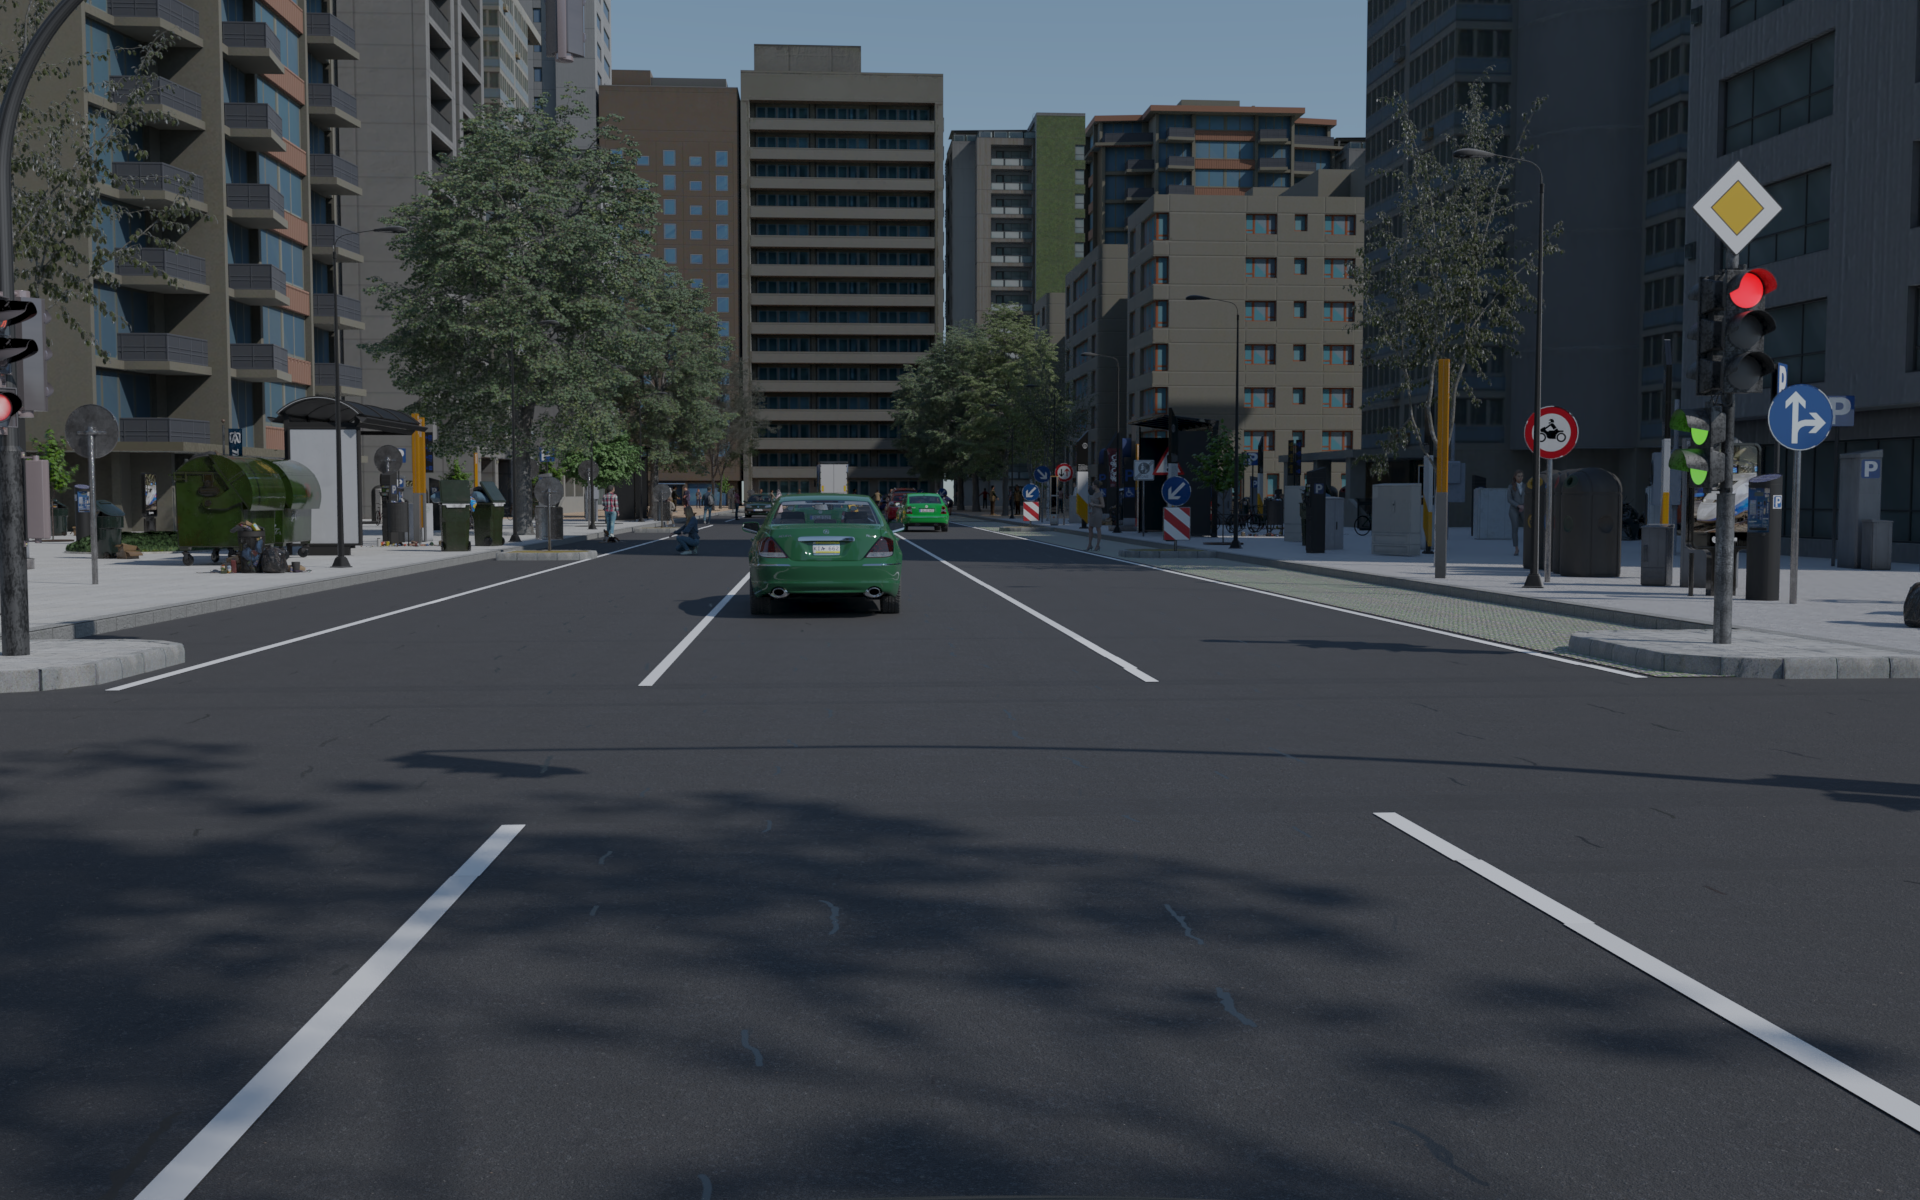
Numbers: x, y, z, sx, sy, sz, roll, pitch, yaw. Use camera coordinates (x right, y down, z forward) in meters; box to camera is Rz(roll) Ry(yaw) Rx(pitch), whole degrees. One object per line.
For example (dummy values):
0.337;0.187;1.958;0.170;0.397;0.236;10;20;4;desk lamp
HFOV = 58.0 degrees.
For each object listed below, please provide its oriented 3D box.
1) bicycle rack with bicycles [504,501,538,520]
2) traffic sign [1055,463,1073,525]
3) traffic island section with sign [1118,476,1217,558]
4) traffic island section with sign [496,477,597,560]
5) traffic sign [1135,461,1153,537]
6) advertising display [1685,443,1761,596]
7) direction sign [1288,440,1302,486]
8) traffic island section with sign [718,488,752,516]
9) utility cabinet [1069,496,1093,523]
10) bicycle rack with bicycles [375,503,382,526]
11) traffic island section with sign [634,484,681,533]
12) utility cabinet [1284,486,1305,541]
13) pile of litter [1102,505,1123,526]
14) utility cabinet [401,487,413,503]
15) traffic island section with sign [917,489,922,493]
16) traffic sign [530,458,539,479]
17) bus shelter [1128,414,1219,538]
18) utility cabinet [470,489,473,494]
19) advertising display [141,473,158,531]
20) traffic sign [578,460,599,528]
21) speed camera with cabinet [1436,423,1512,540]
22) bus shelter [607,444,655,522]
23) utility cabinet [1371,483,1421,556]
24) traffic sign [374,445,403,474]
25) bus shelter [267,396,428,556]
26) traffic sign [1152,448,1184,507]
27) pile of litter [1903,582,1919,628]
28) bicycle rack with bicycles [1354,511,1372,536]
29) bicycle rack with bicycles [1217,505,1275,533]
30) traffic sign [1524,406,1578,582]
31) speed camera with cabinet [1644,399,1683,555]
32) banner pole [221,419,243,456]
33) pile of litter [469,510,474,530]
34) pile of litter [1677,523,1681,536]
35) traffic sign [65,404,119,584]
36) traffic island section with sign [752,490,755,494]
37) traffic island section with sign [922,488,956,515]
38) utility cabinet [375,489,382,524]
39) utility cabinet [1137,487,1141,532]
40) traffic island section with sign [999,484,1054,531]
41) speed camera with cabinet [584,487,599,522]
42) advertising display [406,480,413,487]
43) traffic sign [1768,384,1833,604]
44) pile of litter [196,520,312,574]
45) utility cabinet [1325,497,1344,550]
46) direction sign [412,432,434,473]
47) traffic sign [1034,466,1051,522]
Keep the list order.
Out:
-20.979;-4.346;84.441;2.852;0.926;2.925;1;4;12;bicycle rack with bicycles
4.316;-4.384;71.791;0.768;2.556;0.104;0;4;5;traffic sign
4.663;-1.882;39.399;1.989;1.847;2.006;0;4;-4;traffic island section with sign
-9.122;-1.822;38.417;1.989;1.847;2.006;0;4;-4;traffic island section with sign
5.538;-3.065;52.235;0.606;2.300;0.079;0;4;-3;traffic sign
9.592;-1.013;21.782;0.974;1.923;0.123;-1;4;-13;advertising display
13.957;-4.910;72.274;0.379;3.537;0.876;-2;4;-26;direction sign
-15.115;-6.551;115.741;1.989;1.847;2.006;0;4;-4;traffic island section with sign
5.317;-3.971;76.090;1.020;1.237;0.306;1;4;23;utility cabinet
-22.034;-3.430;69.459;2.852;0.926;2.925;-2;4;-29;bicycle rack with bicycles
-11.205;-3.466;65.292;1.989;1.847;2.006;0;4;-4;traffic island section with sign
9.218;-2.300;46.278;0.318;1.500;1.173;-3;4;-38;utility cabinet
6.098;-3.491;71.043;1.176;0.858;1.719;0;4;3;pile of litter
-17.044;-2.761;53.827;0.318;1.500;1.173;-3;5;-42;utility cabinet
-3.401;-8.252;143.544;1.989;1.847;2.006;0;4;-4;traffic island section with sign
-15.236;-3.734;61.160;0.768;2.556;0.104;0;4;5;traffic sign
6.621;-3.845;54.141;1.731;3.624;6.357;0;4;-4;bus shelter
-20.991;-4.095;75.634;0.318;1.500;1.173;-3;5;-39;utility cabinet
-24.547;-2.889;52.452;0.123;1.923;0.974;0;4;-6;advertising display
-13.794;-3.930;64.359;0.768;2.556;0.104;0;4;-2;traffic sign
14.502;-3.328;48.755;2.038;3.252;0.660;0;4;0;speed camera with cabinet
-15.854;-5.645;83.584;1.731;3.624;6.357;0;4;-5;bus shelter
9.060;-1.672;36.019;0.318;1.500;1.173;-2;4;-27;utility cabinet
-14.787;-2.734;44.802;0.768;2.556;0.104;0;4;4;traffic sign
-13.450;-2.725;38.485;2.014;3.302;5.546;0;4;-5;bus shelter
5.753;-2.928;47.883;0.884;2.594;0.081;0;4;3;traffic sign
9.784;-0.169;16.720;1.719;0.858;1.176;-2;4;-32;pile of litter
13.529;-2.423;53.002;2.925;0.926;2.852;0;3;0;bicycle rack with bicycles
9.395;-2.739;58.165;2.925;0.926;2.852;-2;4;-29;bicycle rack with bicycles
8.547;-1.530;25.125;0.768;2.556;0.104;0;4;5;traffic sign
15.009;-2.608;36.971;0.660;3.252;2.038;1;4;18;speed camera with cabinet
-24.424;-4.162;58.064;0.863;3.779;0.401;-3;5;-45;banner pole
-17.347;-2.987;62.800;1.176;0.858;1.719;1;4;18;pile of litter
22.499;-2.427;53.652;1.176;0.858;1.719;-3;5;-43;pile of litter
-12.285;-1.494;24.526;0.768;2.556;0.104;0;3;0;traffic sign
-17.289;-8.268;143.803;1.989;1.847;2.006;0;4;-4;traffic island section with sign
-1.328;-6.608;116.669;1.989;1.847;2.006;0;4;-4;traffic island section with sign
-24.530;-4.016;74.332;0.318;1.500;1.173;2;4;25;utility cabinet
6.491;-2.990;57.563;1.173;1.500;0.318;0;4;-5;utility cabinet
2.539;-3.560;66.838;1.989;1.847;2.006;0;4;-4;traffic island section with sign
-17.325;-5.325;81.391;0.660;3.252;2.038;-1;4;-15;speed camera with cabinet
-26.077;-4.685;81.807;0.123;1.923;0.974;2;4;24;advertising display
9.728;-1.226;20.147;0.768;2.556;0.104;0;4;-2;traffic sign
-11.544;-0.878;28.316;1.719;0.858;1.176;1;4;10;pile of litter
8.451;-1.755;39.861;0.306;1.237;1.020;3;5;44;utility cabinet
-19.660;-4.368;63.414;0.876;3.537;0.379;1;4;16;direction sign
3.707;-4.770;78.096;0.768;2.556;0.104;0;4;5;traffic sign
